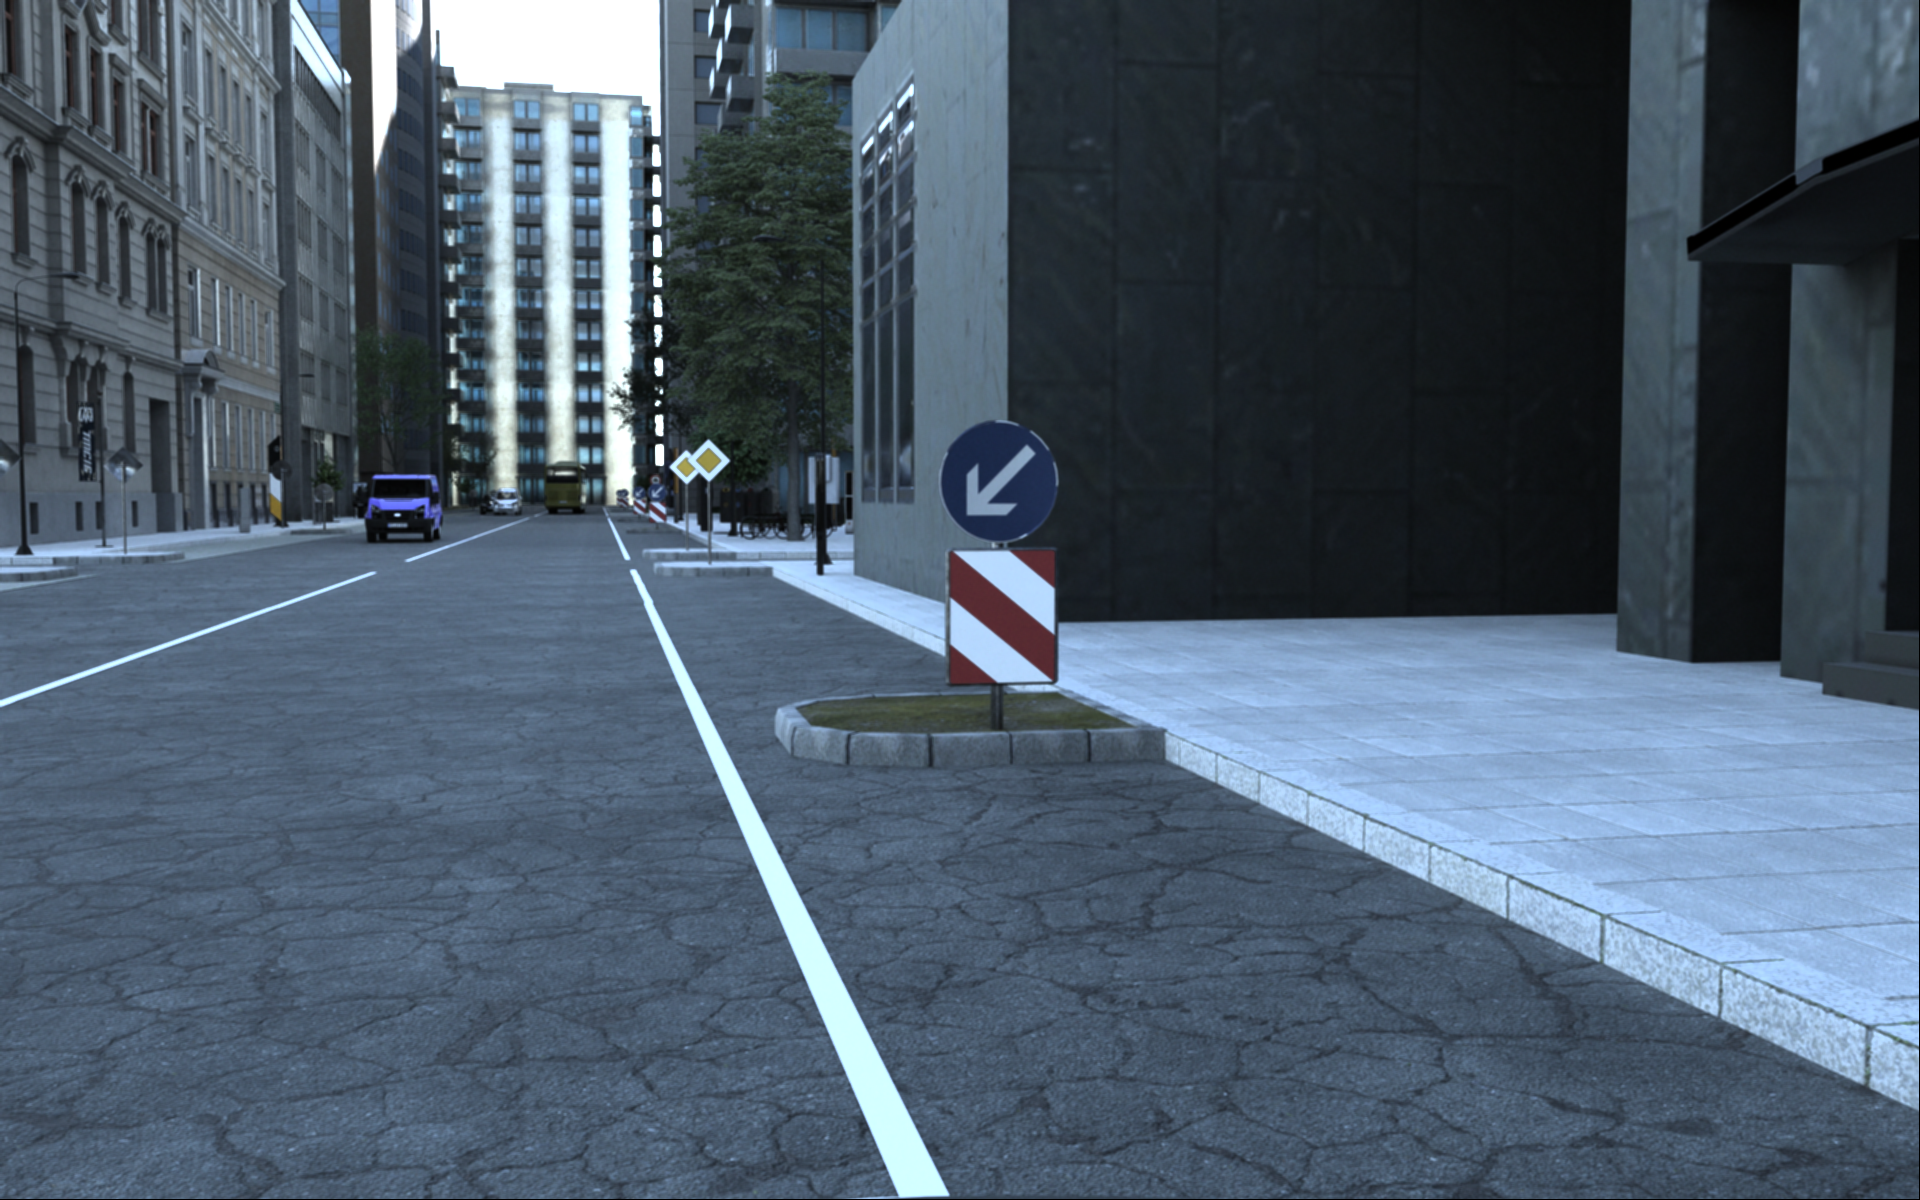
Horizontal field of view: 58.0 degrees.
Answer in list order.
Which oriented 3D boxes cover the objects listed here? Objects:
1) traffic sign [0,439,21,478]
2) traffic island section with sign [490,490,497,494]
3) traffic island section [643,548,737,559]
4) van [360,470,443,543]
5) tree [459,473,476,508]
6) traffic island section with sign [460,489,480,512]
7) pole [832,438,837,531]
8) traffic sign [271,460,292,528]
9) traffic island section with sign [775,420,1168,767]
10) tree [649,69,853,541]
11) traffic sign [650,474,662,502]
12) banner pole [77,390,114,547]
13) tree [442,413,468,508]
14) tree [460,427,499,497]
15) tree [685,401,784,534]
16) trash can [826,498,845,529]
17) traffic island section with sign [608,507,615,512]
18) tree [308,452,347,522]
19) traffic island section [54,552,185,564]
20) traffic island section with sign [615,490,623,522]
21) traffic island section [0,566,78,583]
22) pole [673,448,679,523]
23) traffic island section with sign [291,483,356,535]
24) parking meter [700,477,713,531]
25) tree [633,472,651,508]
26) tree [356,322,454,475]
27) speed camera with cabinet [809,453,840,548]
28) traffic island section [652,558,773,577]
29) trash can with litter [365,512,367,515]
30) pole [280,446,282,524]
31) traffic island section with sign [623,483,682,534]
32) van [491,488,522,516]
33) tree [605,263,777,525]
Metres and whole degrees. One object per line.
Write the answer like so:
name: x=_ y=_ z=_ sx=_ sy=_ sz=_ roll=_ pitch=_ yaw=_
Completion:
traffic sign: x=-16.153 y=-1.553 z=29.041 sx=0.795 sy=2.450 sz=0.064 roll=-1 pitch=4 yaw=-12
traffic island section with sign: x=-44.152 y=-9.516 z=164.212 sx=1.989 sy=1.847 sz=2.006 roll=-1 pitch=4 yaw=-12
traffic island section: x=-6.171 y=-1.043 z=39.338 sx=2.009 sy=0.180 sz=2.903 roll=-1 pitch=4 yaw=-12
van: x=-17.001 y=-2.974 z=53.015 sx=2.240 sy=2.365 sz=5.245 roll=-1 pitch=4 yaw=-13
tree: x=-45.985 y=-10.223 z=161.743 sx=1.663 sy=3.219 sz=1.824 roll=0 pitch=3 yaw=0
traffic island section with sign: x=-38.457 y=-7.854 z=137.047 sx=1.989 sy=1.847 sz=2.006 roll=-1 pitch=4 yaw=-12
pole: x=-4.351 y=-4.039 z=59.878 sx=0.158 sy=3.312 sz=0.155 roll=0 pitch=3 yaw=0
traffic sign: x=-25.403 y=-3.963 z=64.904 sx=0.768 sy=2.556 sz=0.104 roll=0 pitch=4 yaw=-4
traffic island section with sign: x=-0.045 y=-0.089 z=10.083 sx=1.989 sy=1.847 sz=2.006 roll=-1 pitch=4 yaw=-12
tree: x=-4.573 y=-7.856 z=46.579 sx=7.486 sy=12.596 sz=7.792 roll=0 pitch=3 yaw=0
traffic sign: x=-19.636 y=-6.830 z=111.775 sx=0.768 sy=2.556 sz=0.104 roll=0 pitch=4 yaw=-8
banner pole: x=-20.845 y=-3.159 z=41.667 sx=0.401 sy=3.779 sz=0.863 roll=2 pitch=4 yaw=26
tree: x=-45.987 y=-12.539 z=155.370 sx=4.737 sy=8.622 sz=4.395 roll=0 pitch=3 yaw=0
tree: x=-51.490 y=-14.415 z=186.047 sx=4.360 sy=8.622 sz=3.978 roll=0 pitch=3 yaw=0
tree: x=-7.248 y=-4.441 z=56.330 sx=4.285 sy=4.588 sz=4.351 roll=0 pitch=3 yaw=0
trash can: x=-4.899 y=-3.476 z=68.485 sx=0.748 sy=1.137 sz=0.748 roll=0 pitch=3 yaw=0
traffic island section with sign: x=-27.035 y=-7.970 z=138.940 sx=1.989 sy=1.847 sz=2.006 roll=-1 pitch=4 yaw=-12
tree: x=-28.875 y=-5.146 z=78.744 sx=1.663 sy=3.219 sz=1.824 roll=0 pitch=3 yaw=0
traffic island section: x=-17.811 y=-0.895 z=36.914 sx=2.009 sy=0.180 sz=2.903 roll=-1 pitch=4 yaw=-12
traffic island section with sign: x=-16.745 y=-4.965 z=89.801 sx=1.989 sy=1.847 sz=2.006 roll=-1 pitch=4 yaw=-12
traffic island section: x=-16.174 y=-0.417 z=29.098 sx=2.009 sy=0.180 sz=2.903 roll=-1 pitch=4 yaw=-12
pole: x=-12.561 y=-5.061 z=76.594 sx=0.158 sy=3.312 sz=0.155 roll=0 pitch=3 yaw=0
traffic island section with sign: x=-22.711 y=-3.255 z=61.852 sx=1.989 sy=1.847 sz=2.006 roll=-1 pitch=4 yaw=-12
parking meter: x=-8.705 y=-3.292 z=59.538 sx=0.399 sy=1.863 sz=0.255 roll=-2 pitch=4 yaw=-32
tree: x=-30.043 y=-10.269 z=162.502 sx=1.663 sy=3.219 sz=1.824 roll=0 pitch=3 yaw=0
tree: x=-34.487 y=-10.995 z=105.517 sx=9.928 sy=11.665 sz=9.643 roll=0 pitch=3 yaw=0
speed camera with cabinet: x=-2.523 y=-2.847 z=40.880 sx=2.038 sy=3.252 sz=0.660 roll=0 pitch=4 yaw=3
traffic island section: x=-4.534 y=-0.565 z=31.522 sx=2.009 sy=0.180 sz=2.903 roll=-1 pitch=4 yaw=-12
trash can with litter: x=-37.001 y=-5.802 z=105.922 sx=2.233 sy=1.210 sz=1.678 roll=2 pitch=4 yaw=31
pole: x=-28.767 y=-4.865 z=73.385 sx=0.158 sy=3.312 sz=0.155 roll=0 pitch=3 yaw=0
traffic island section with sign: x=-11.214 y=-3.351 z=63.417 sx=1.989 sy=1.847 sz=2.006 roll=-1 pitch=4 yaw=-12
van: x=-30.441 y=-6.697 z=116.501 sx=2.013 sy=2.044 sz=4.112 roll=-1 pitch=4 yaw=-11
tree: x=-10.966 y=-8.340 z=70.777 sx=7.601 sy=10.594 sz=8.767 roll=-3 pitch=4 yaw=-37
